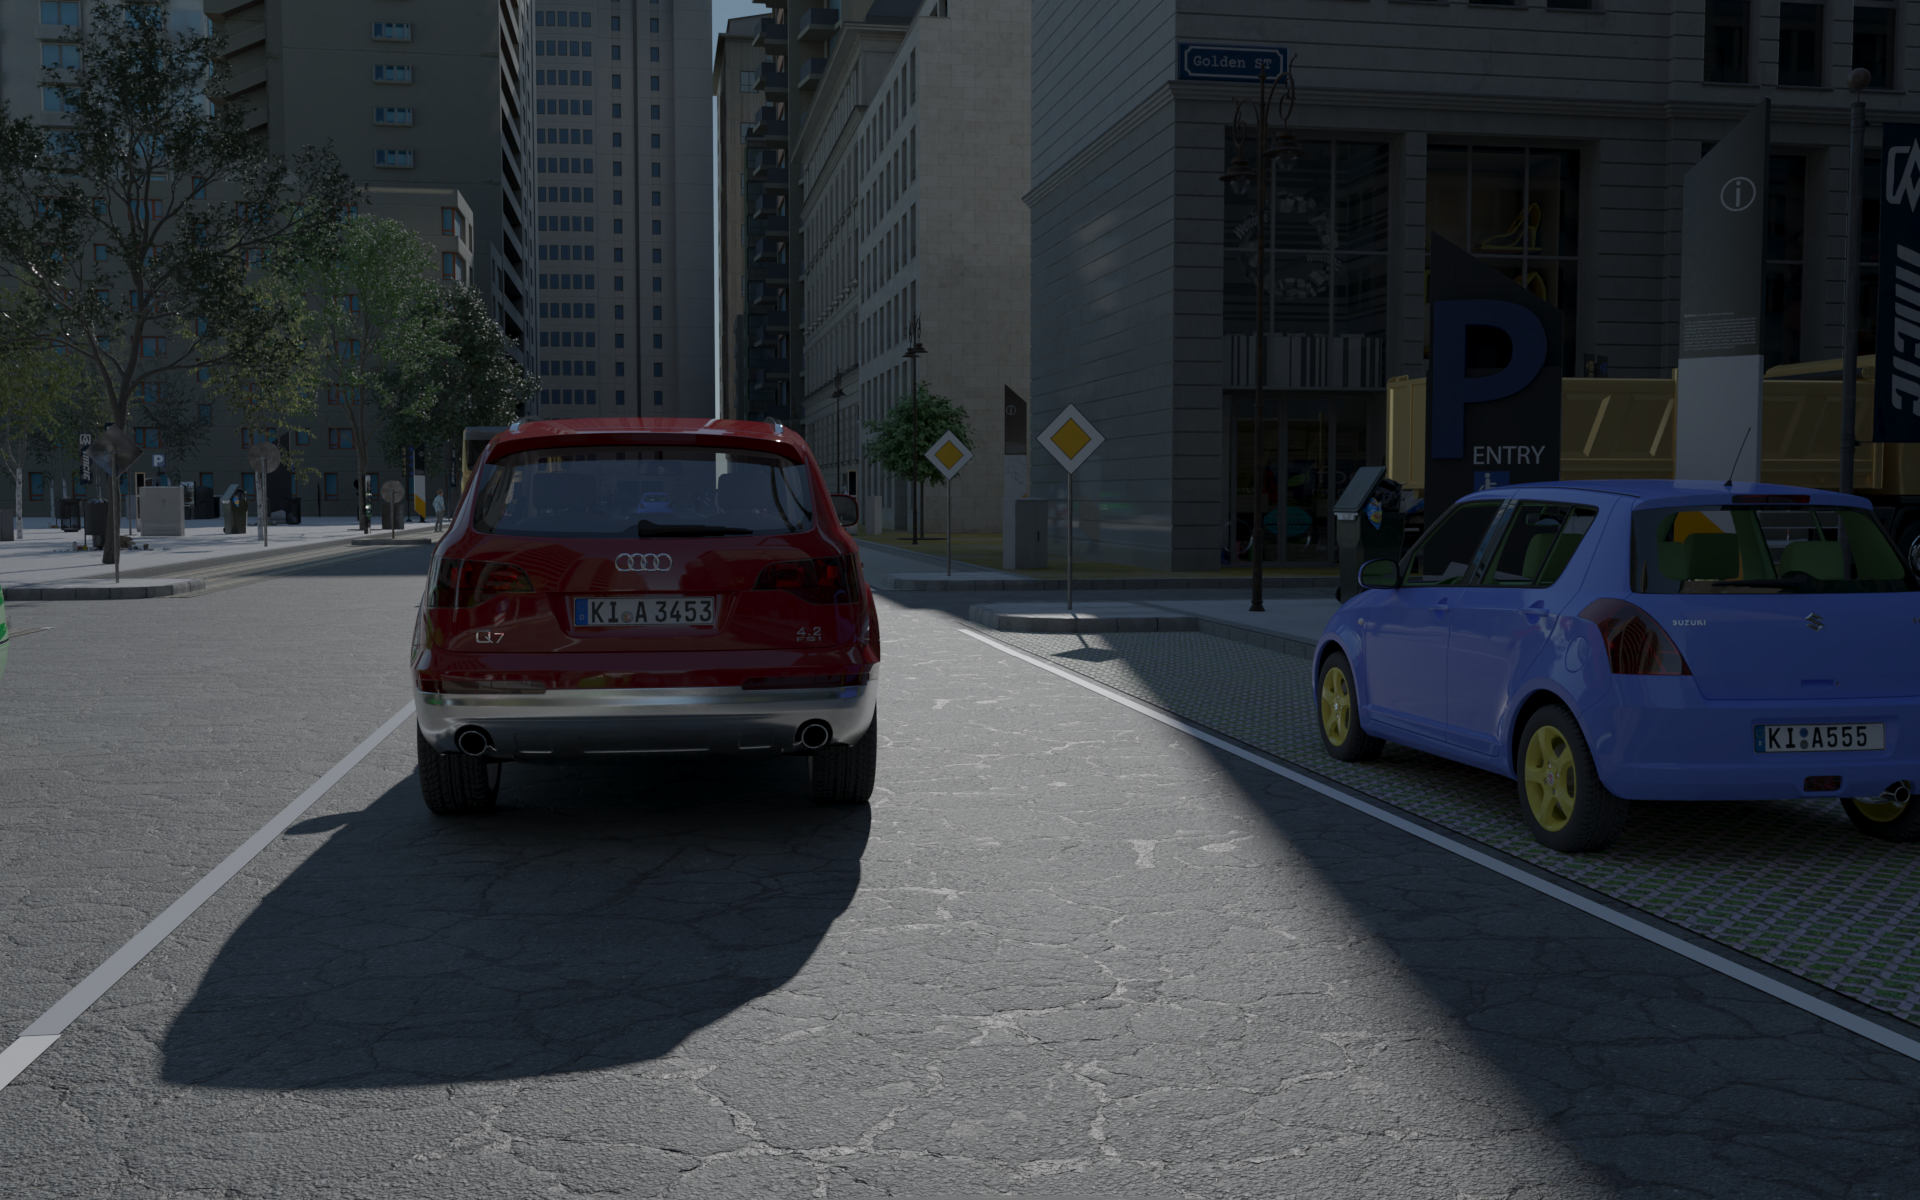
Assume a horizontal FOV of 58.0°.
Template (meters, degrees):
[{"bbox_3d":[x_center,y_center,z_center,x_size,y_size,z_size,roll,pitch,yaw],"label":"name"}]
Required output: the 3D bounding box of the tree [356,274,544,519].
[{"bbox_3d":[-26.670,-10.638,90.938,9.611,12.733,9.660,0,3,0],"label":"tree"}]

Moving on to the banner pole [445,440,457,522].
[{"bbox_3d":[-23.799,-5.565,81.009,0.401,3.779,0.863,1,4,17],"label":"banner pole"}]

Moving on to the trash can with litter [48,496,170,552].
[{"bbox_3d":[-19.234,-1.731,39.367,2.233,1.210,1.678,-1,4,-11],"label":"trash can with litter"}]

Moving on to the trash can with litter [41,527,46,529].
[{"bbox_3d":[-33.406,-3.315,65.253,2.233,1.210,1.678,-1,4,-9],"label":"trash can with litter"}]

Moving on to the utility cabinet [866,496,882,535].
[{"bbox_3d":[-2.732,-2.672,54.841,0.306,1.237,1.020,1,4,11],"label":"utility cabinet"}]

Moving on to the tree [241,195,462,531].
[{"bbox_3d":[-21.125,-8.261,60.821,9.928,11.665,9.643,0,3,0],"label":"tree"}]

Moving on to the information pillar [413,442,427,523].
[{"bbox_3d":[-24.075,-5.250,77.186,0.504,3.616,0.183,-3,5,-40],"label":"information pillar"}]

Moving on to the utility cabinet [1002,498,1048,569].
[{"bbox_3d":[1.139,-1.148,29.926,0.306,1.237,1.020,2,4,35],"label":"utility cabinet"}]

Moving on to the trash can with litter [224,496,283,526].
[{"bbox_3d":[-28.701,-3.628,70.381,2.233,1.210,1.678,-1,4,-23],"label":"trash can with litter"}]

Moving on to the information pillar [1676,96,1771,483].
[{"bbox_3d":[4.607,-1.169,10.470,0.504,3.616,0.183,3,5,41],"label":"information pillar"}]

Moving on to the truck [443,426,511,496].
[{"bbox_3d":[-13.360,-3.440,52.164,3.469,3.379,9.791,-1,4,-11],"label":"truck"}]

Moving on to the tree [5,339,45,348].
[{"bbox_3d":[-42.867,-7.691,76.110,4.360,8.622,3.978,0,3,0],"label":"tree"}]

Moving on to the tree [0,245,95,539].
[{"bbox_3d":[-26.971,-6.067,49.554,4.737,8.622,4.395,0,3,0],"label":"tree"}]

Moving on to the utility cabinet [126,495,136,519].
[{"bbox_3d":[-41.780,-4.697,87.963,1.020,1.237,0.306,-2,4,-29],"label":"utility cabinet"}]

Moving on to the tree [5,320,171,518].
[{"bbox_3d":[-34.527,-7.257,69.013,4.360,8.622,3.978,0,3,0],"label":"tree"}]

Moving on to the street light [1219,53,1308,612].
[{"bbox_3d":[3.252,-2.813,18.786,0.468,5.910,1.993,-1,4,-10],"label":"street light"}]

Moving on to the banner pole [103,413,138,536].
[{"bbox_3d":[-25.883,-3.876,53.396,0.863,3.779,0.401,-2,4,-28],"label":"banner pole"}]

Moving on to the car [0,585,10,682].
[{"bbox_3d":[-6.031,0.051,7.966,1.959,1.807,4.718,-1,4,-9],"label":"car"}]

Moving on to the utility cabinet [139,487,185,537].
[{"bbox_3d":[-23.741,-2.621,51.527,1.173,1.500,0.318,0,4,-3],"label":"utility cabinet"}]

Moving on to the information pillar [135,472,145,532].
[{"bbox_3d":[-27.814,-3.322,58.803,0.304,2.012,0.304,-2,4,-27],"label":"information pillar"}]

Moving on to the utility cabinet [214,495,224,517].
[{"bbox_3d":[-40.649,-5.155,95.446,0.306,1.237,1.020,2,4,32],"label":"utility cabinet"}]

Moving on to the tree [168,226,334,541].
[{"bbox_3d":[-19.241,-5.936,47.424,4.360,8.622,3.978,0,3,0],"label":"tree"}]

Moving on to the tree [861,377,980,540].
[{"bbox_3d":[-0.995,-3.978,48.758,4.285,4.588,4.351,0,3,0],"label":"tree"}]

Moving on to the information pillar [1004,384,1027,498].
[{"bbox_3d":[1.164,-2.778,36.778,0.504,3.616,0.183,0,4,2],"label":"information pillar"}]

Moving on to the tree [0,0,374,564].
[{"bbox_3d":[-15.307,-5.929,31.356,7.601,10.594,8.767,2,4,25],"label":"tree"}]

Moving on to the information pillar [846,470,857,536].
[{"bbox_3d":[-3.336,-2.994,53.436,0.304,2.012,0.304,-1,4,-12],"label":"information pillar"}]

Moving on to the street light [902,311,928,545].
[{"bbox_3d":[-1.144,-4.351,43.922,0.468,5.910,1.993,-1,4,-10],"label":"street light"}]

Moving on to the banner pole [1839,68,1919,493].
[{"bbox_3d":[5.514,-1.243,10.333,0.863,3.779,0.401,-1,4,-9],"label":"banner pole"}]

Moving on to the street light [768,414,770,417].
[{"bbox_3d":[-11.110,-7.814,100.541,0.468,5.910,1.993,-1,4,-10],"label":"street light"}]

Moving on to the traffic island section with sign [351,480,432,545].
[{"bbox_3d":[-16.125,-2.484,49.239,1.989,1.847,2.006,-1,4,-10],"label":"traffic island section with sign"}]

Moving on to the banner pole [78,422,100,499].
[{"bbox_3d":[-30.297,-4.304,60.395,0.401,3.779,0.863,3,4,37],"label":"banner pole"}]

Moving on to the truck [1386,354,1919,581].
[{"bbox_3d":[11.172,-1.763,24.744,9.791,3.379,3.469,-1,4,-9],"label":"truck"}]

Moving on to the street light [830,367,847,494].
[{"bbox_3d":[-4.415,-5.506,62.804,0.468,5.910,1.993,-1,4,-10],"label":"street light"}]

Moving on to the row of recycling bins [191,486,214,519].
[{"bbox_3d":[-38.926,-5.012,89.056,1.069,1.692,3.534,-1,4,-20],"label":"row of recycling bins"}]

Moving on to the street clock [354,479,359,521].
[{"bbox_3d":[-28.793,-4.800,83.053,0.471,2.002,0.358,1,4,9],"label":"street clock"}]

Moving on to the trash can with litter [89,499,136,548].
[{"bbox_3d":[-20.348,-1.848,41.600,1.055,1.170,0.624,0,4,5],"label":"trash can with litter"}]

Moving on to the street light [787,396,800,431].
[{"bbox_3d":[-7.839,-6.659,81.659,0.468,5.910,1.993,-1,4,-10],"label":"street light"}]

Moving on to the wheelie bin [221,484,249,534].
[{"bbox_3d":[-23.460,-2.945,56.066,0.980,1.594,0.693,3,5,42],"label":"wheelie bin"}]

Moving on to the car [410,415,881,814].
[{"bbox_3d":[-1.628,-0.045,9.406,2.281,1.827,5.304,-1,4,-8],"label":"car"}]

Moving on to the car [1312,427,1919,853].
[{"bbox_3d":[2.984,0.079,8.293,1.945,1.707,3.694,-1,4,-9],"label":"car"}]
